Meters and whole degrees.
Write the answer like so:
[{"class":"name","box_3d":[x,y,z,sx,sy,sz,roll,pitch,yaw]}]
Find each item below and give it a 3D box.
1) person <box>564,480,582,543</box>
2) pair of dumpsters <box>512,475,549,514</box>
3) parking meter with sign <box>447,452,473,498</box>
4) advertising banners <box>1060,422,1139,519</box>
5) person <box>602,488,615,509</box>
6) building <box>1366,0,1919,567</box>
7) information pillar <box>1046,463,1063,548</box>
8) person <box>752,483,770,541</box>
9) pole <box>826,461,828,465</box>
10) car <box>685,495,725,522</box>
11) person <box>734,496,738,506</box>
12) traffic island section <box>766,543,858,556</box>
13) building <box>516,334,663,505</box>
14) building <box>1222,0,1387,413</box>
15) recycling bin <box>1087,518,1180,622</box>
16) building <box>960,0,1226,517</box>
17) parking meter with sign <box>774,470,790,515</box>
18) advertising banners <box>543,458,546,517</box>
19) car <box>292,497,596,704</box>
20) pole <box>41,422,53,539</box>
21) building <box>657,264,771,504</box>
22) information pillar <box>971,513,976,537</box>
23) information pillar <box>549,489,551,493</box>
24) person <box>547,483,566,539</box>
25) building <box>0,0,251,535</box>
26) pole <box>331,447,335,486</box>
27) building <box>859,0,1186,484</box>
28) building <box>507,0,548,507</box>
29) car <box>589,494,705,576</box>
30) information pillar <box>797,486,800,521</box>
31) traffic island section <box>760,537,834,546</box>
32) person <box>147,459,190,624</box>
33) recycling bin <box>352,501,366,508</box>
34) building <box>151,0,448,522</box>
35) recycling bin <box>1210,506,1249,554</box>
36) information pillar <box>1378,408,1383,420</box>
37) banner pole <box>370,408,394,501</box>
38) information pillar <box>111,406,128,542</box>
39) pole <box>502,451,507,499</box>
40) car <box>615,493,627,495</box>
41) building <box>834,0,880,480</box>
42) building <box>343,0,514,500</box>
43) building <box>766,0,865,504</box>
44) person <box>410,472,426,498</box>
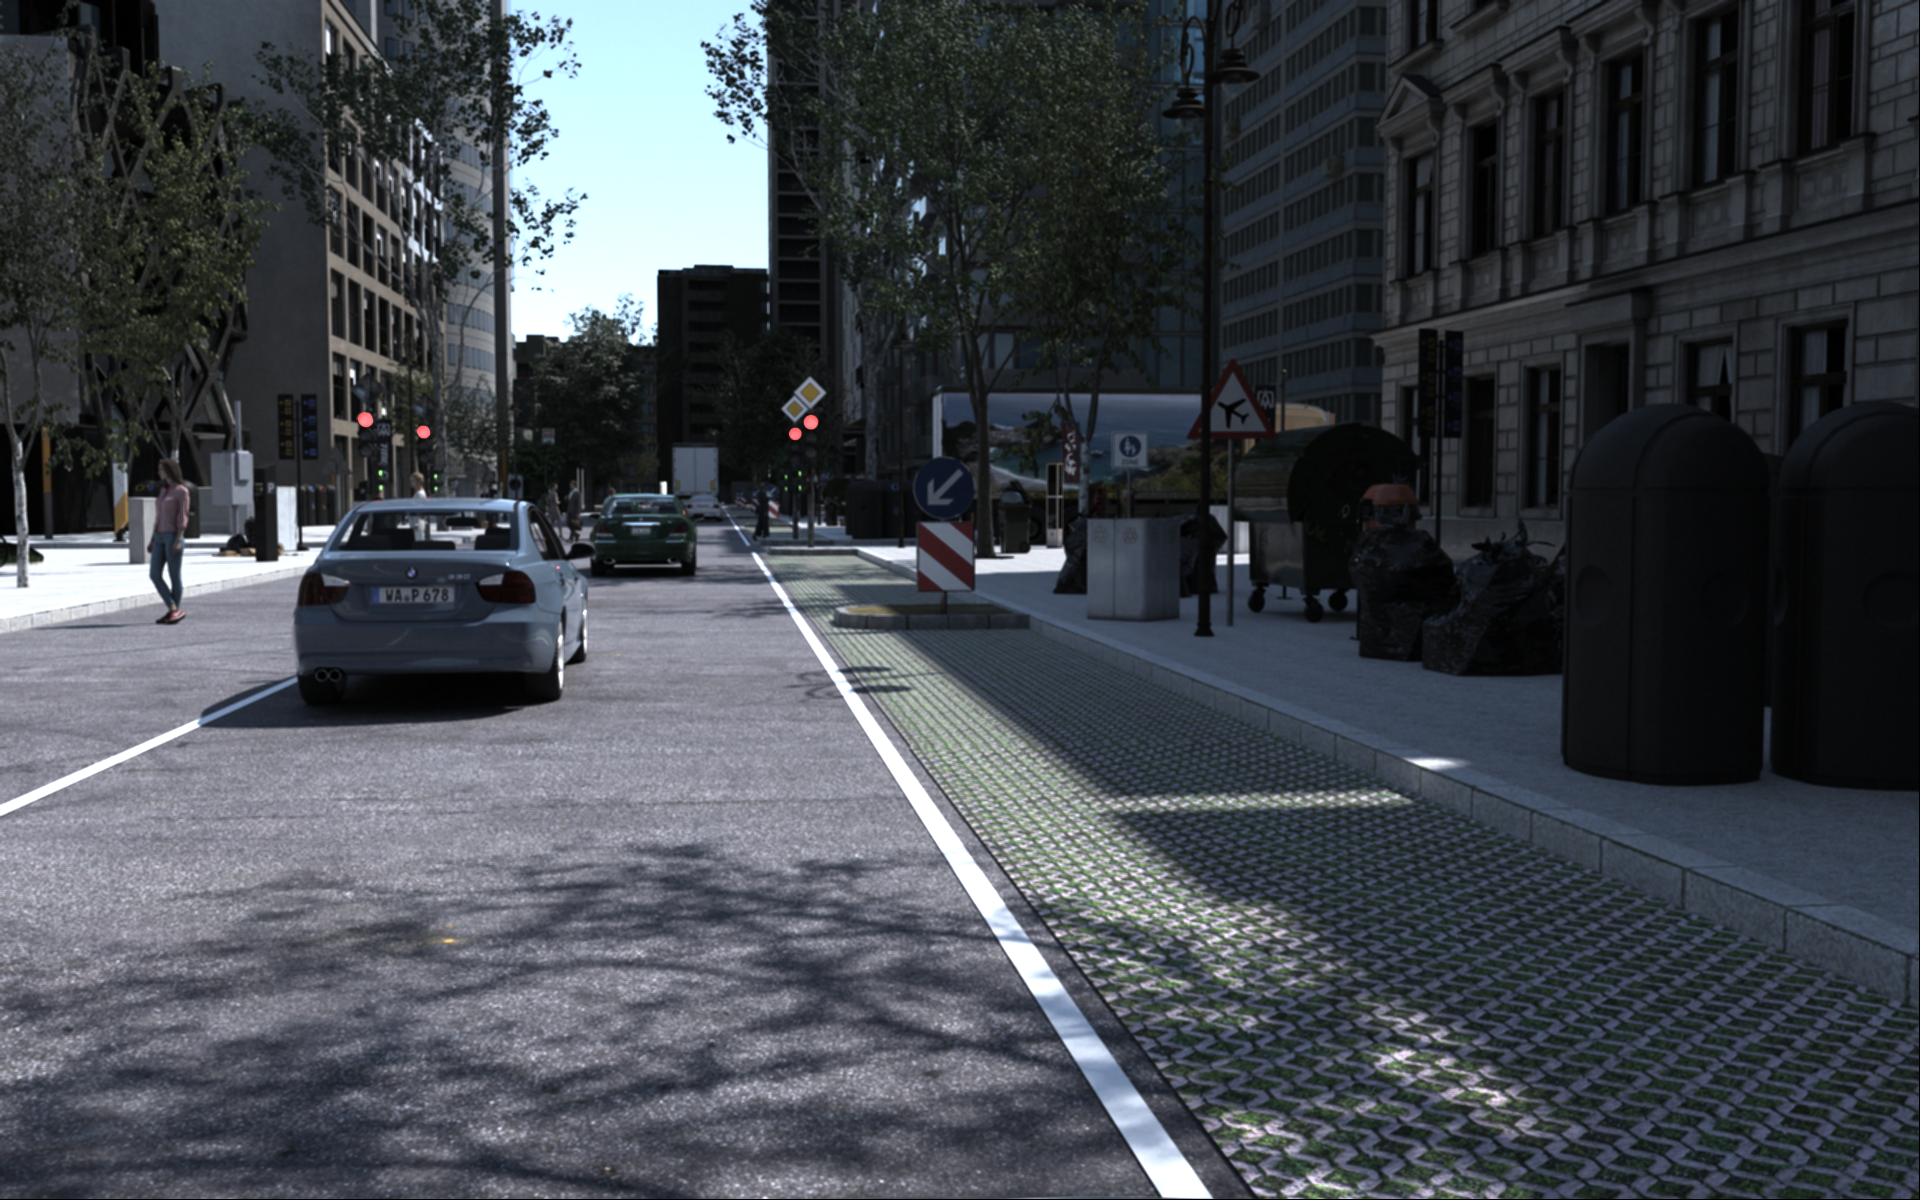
[{"class":"person","box_3d":[-11.344,-2.596,50.905,0.622,1.834,0.822,2,4,26]},{"class":"pair of dumpsters","box_3d":[-21.117,-5.039,84.878,1.574,2.255,4.437,0,4,-8]},{"class":"parking meter with sign","box_3d":[-20.559,-4.630,71.969,1.738,3.016,0.543,-3,4,-37]},{"class":"advertising banners","box_3d":[3.356,-2.800,41.966,2.074,3.025,0.090,2,4,29]},{"class":"person","box_3d":[-9.845,-2.359,48.885,0.330,1.601,0.589,-3,5,-40]},{"class":"building","box_3d":[14.100,-9.839,25.499,10.561,19.102,19.286,0,4,-8]},{"class":"information pillar","box_3d":[2.242,-2.235,41.036,0.304,2.012,0.304,2,4,27]},{"class":"person","box_3d":[-6.035,-2.685,52.821,0.576,1.772,0.534,2,4,32]},{"class":"pole","box_3d":[-8.278,-6.948,107.442,0.158,3.312,0.155,0,3,0]},{"class":"car","box_3d":[-13.306,-4.759,90.173,2.083,1.381,4.827,0,4,-6]},{"class":"person","box_3d":[-24.744,-11.237,192.737,0.721,1.766,1.217,2,4,29]},{"class":"traffic island section","box_3d":[-3.544,-1.172,41.442,2.009,0.180,2.903,0,4,-8]},{"class":"building","box_3d":[-53.684,-23.231,224.870,28.899,21.520,27.650,0,4,-8]},{"class":"building","box_3d":[24.944,-23.180,70.869,23.993,40.220,32.217,0,4,-8]},{"class":"recycling bin","box_3d":[1.788,-0.322,17.819,0.722,1.027,0.722,3,4,38]},{"class":"building","box_3d":[7.882,-29.944,109.193,23.786,49.044,30.456,0,4,-8]},{"class":"parking meter with sign","box_3d":[-10.602,-6.763,106.833,1.738,3.016,0.543,0,4,-3]},{"class":"advertising banners","box_3d":[-19.986,-5.333,83.385,0.090,3.025,2.074,-1,4,-10]},{"class":"car","box_3d":[-3.825,-0.073,13.194,2.014,1.417,4.499,-1,4,-9]},{"class":"pole","box_3d":[-25.879,-3.379,49.092,0.158,3.312,0.155,0,3,0]},{"class":"building","box_3d":[-31.467,-27.485,221.081,14.107,30.474,14.160,0,4,-8]},{"class":"information pillar","box_3d":[0.367,-3.679,51.506,0.183,3.616,0.504,0,4,0]},{"class":"information pillar","box_3d":[-27.413,-7.630,116.105,0.504,3.616,0.183,1,4,17]},{"class":"person","box_3d":[-12.794,-2.815,54.868,0.599,1.781,0.374,3,5,41]},{"class":"building","box_3d":[-34.482,-11.825,60.793,16.820,18.784,16.811,0,4,-8]},{"class":"pole","box_3d":[-27.011,-4.946,74.708,0.158,3.312,0.155,0,3,0]},{"class":"building","box_3d":[3.679,-32.474,150.552,23.786,49.044,30.456,0,4,-8]},{"class":"building","box_3d":[-57.573,-52.665,173.742,31.000,86.520,22.319,0,4,-8]},{"class":"car","box_3d":[-5.763,-1.223,31.796,2.131,1.459,4.920,-1,4,-8]},{"class":"information pillar","box_3d":[-7.924,-4.865,84.038,0.304,2.012,0.304,0,4,-7]},{"class":"traffic island section","box_3d":[-4.666,-1.655,49.348,2.009,0.180,2.903,0,4,-8]},{"class":"person","box_3d":[-8.779,-0.652,19.175,0.555,1.821,0.388,1,4,20]},{"class":"recycling bin","box_3d":[-20.581,-2.907,60.089,0.722,1.027,0.722,3,5,40]},{"class":"building","box_3d":[-39.768,-17.560,91.625,19.350,26.468,34.151,0,4,-8]},{"class":"recycling bin","box_3d":[5.850,-1.518,37.379,0.722,1.027,0.722,3,4,37]},{"class":"information pillar","box_3d":[10.538,-3.175,43.258,0.183,3.616,0.504,-1,4,-15]},{"class":"banner pole","box_3d":[-17.038,-3.719,50.828,0.863,3.779,0.401,-3,4,-38]},{"class":"information pillar","box_3d":[-22.427,-3.356,46.225,0.504,3.616,0.183,2,4,29]},{"class":"pole","box_3d":[-21.533,-5.386,81.898,0.158,3.312,0.155,0,3,0]},{"class":"car","box_3d":[-21.116,-6.129,109.003,1.959,1.807,4.718,-1,4,-10]},{"class":"building","box_3d":[2.109,-36.151,180.305,28.713,52.752,27.495,0,4,-8]},{"class":"building","box_3d":[-46.858,-36.112,132.430,21.231,58.520,28.212,0,4,-8]},{"class":"building","box_3d":[-14.492,-48.174,225.895,20.611,71.187,20.563,0,4,-8]},{"class":"person","box_3d":[-8.710,-1.168,27.953,0.624,1.780,0.694,0,4,-1]}]
